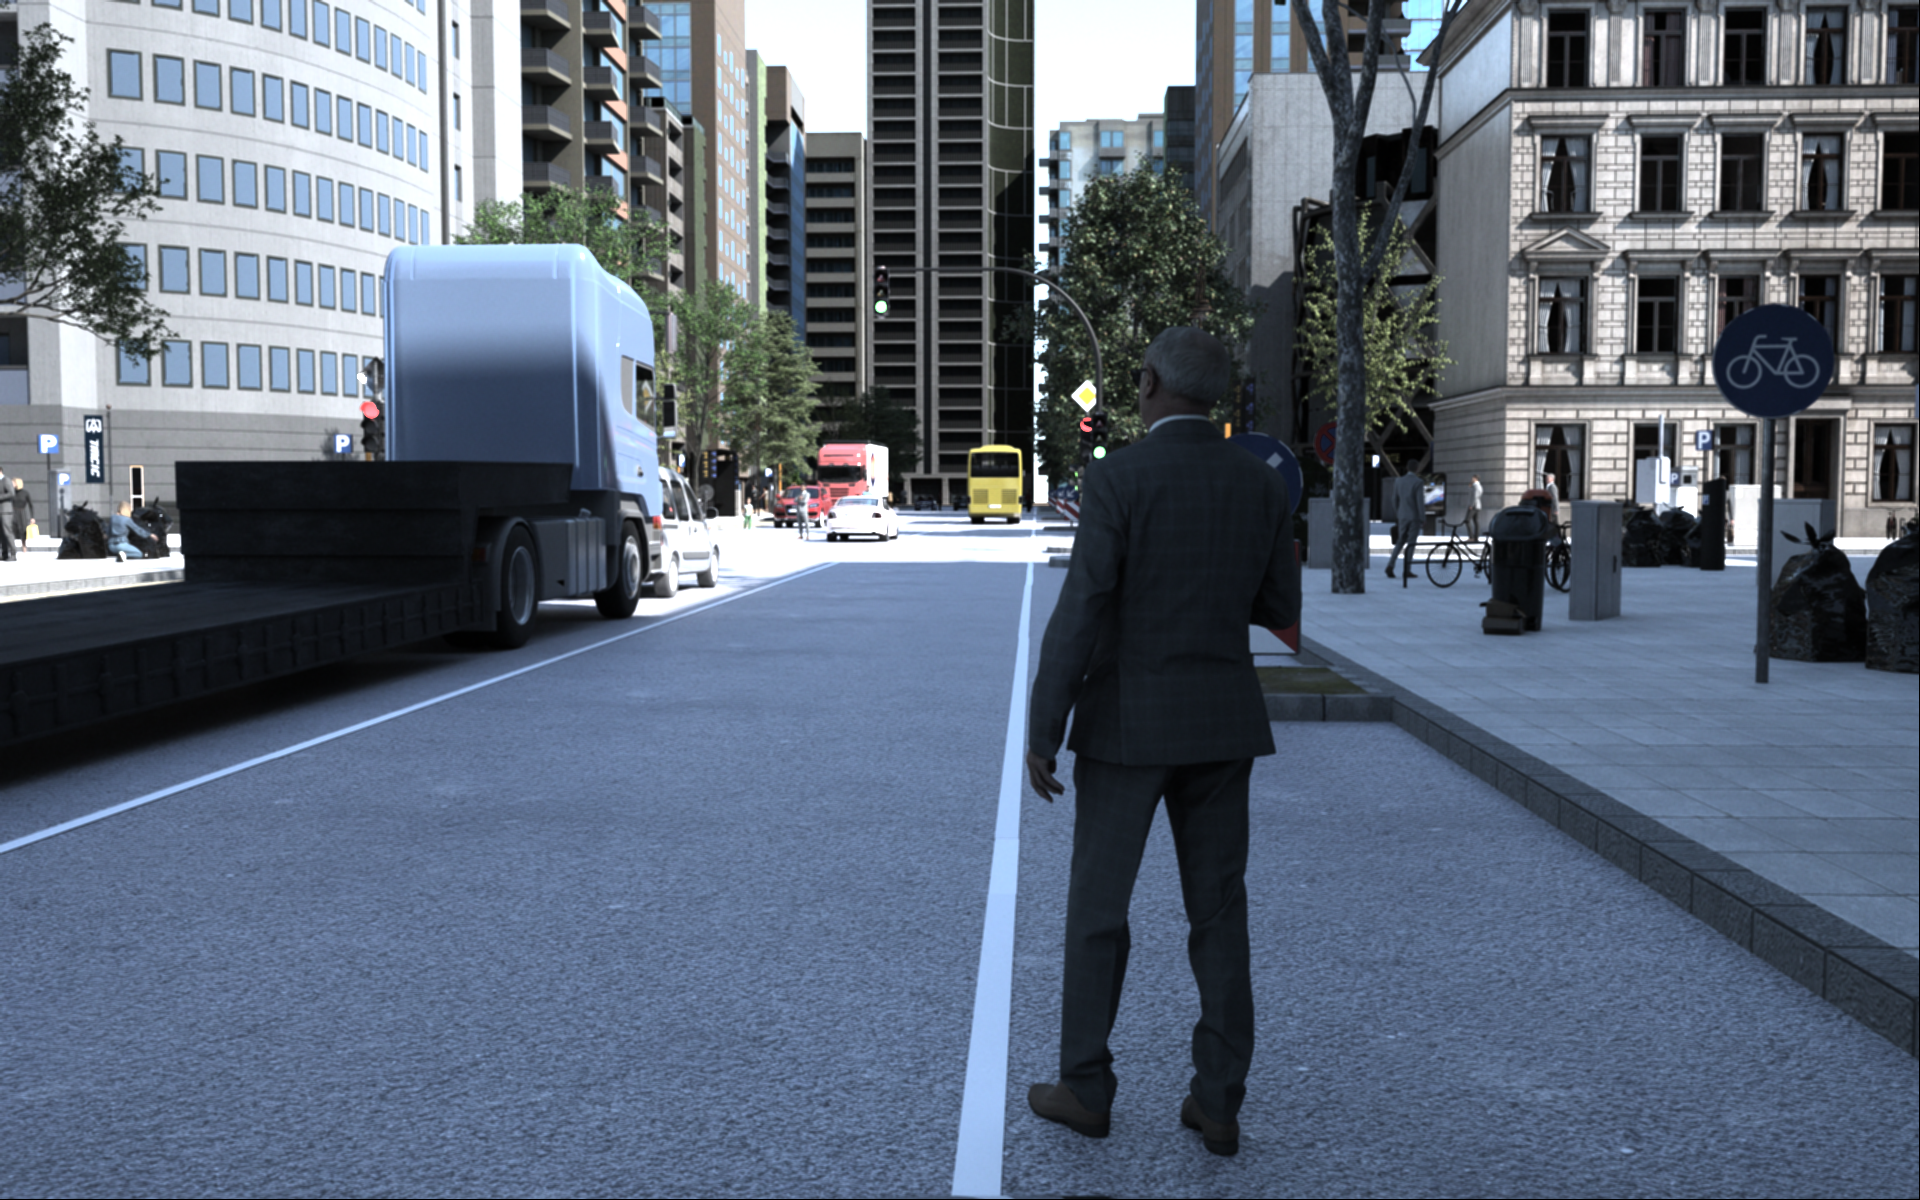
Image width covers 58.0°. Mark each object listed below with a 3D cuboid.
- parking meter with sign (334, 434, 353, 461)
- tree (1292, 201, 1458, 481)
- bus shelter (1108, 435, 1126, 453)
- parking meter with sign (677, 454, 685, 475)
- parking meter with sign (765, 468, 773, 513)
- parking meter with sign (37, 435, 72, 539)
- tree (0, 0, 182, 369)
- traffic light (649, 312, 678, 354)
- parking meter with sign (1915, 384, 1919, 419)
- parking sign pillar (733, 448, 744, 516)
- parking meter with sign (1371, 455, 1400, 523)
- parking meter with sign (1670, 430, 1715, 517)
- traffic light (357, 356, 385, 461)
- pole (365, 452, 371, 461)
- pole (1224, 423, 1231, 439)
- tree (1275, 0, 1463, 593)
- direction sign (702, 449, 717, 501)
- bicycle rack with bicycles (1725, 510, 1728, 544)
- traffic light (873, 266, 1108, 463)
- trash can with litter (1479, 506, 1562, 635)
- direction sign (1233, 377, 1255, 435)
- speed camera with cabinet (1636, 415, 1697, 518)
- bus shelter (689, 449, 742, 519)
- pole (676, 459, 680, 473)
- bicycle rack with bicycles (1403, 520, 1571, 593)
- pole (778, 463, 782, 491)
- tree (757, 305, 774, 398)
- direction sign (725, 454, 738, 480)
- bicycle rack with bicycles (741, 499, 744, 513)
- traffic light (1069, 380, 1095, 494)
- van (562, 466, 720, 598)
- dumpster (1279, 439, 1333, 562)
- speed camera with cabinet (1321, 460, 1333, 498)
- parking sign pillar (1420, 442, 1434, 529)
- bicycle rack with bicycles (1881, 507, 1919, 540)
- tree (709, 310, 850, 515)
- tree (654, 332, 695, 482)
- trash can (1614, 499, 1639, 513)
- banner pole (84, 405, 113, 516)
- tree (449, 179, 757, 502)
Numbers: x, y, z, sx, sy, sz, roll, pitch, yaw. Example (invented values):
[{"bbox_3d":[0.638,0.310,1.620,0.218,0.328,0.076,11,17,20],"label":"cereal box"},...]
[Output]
[{"bbox_3d":[-18.137,-3.274,49.799,0.543,3.016,1.738,1,4,10],"label":"parking meter with sign"},{"bbox_3d":[10.361,-5.766,44.638,4.737,8.622,4.395,0,3,0],"label":"tree"},{"bbox_3d":[8.042,-6.677,86.794,2.179,5.291,8.768,0,4,2],"label":"bus shelter"},{"bbox_3d":[-12.971,-4.879,76.034,1.738,3.016,0.543,1,4,19],"label":"parking meter with sign"},{"bbox_3d":[-12.729,-7.394,117.156,0.543,3.016,1.738,-1,4,-20],"label":"parking meter with sign"},{"bbox_3d":[-26.156,-3.305,50.299,1.738,3.016,0.543,3,5,44],"label":"parking meter with sign"},{"bbox_3d":[-15.368,-5.585,25.727,7.601,10.594,8.767,0,4,4],"label":"tree"},{"bbox_3d":[-9.444,-4.198,43.302,4.771,5.953,1.251,0,4,3],"label":"traffic light"},{"bbox_3d":[16.008,-1.914,27.557,1.738,3.016,0.543,-2,4,-23],"label":"parking meter with sign"},{"bbox_3d":[-13.117,-6.853,100.518,1.447,3.967,1.447,-1,4,-16],"label":"parking sign pillar"},{"bbox_3d":[19.268,-4.967,77.479,0.543,3.016,1.738,-3,5,-44],"label":"parking meter with sign"},{"bbox_3d":[19.600,-3.104,47.012,1.738,3.016,0.543,-2,4,-25],"label":"parking meter with sign"},{"bbox_3d":[-11.891,-2.842,35.382,0.839,4.253,0.868,0,4,3],"label":"traffic light"},{"bbox_3d":[-20.571,-4.064,60.283,0.158,3.312,0.155,0,3,0],"label":"pole"},{"bbox_3d":[7.713,-3.436,50.021,0.158,3.312,0.155,0,3,0],"label":"pole"},{"bbox_3d":[4.352,-10.073,20.577,12.611,20.169,13.585,0,3,0],"label":"tree"},{"bbox_3d":[-12.762,-5.888,88.264,0.876,3.537,0.379,-3,5,-44],"label":"direction sign"},{"bbox_3d":[20.674,-1.900,44.454,2.852,0.926,2.925,-1,4,-14],"label":"bicycle rack with bicycles"},{"bbox_3d":[0.662,-3.672,34.703,4.771,5.953,1.251,0,4,3],"label":"traffic light"},{"bbox_3d":[5.200,-0.288,16.102,0.624,1.170,1.055,2,4,26],"label":"trash can with litter"},{"bbox_3d":[5.576,-2.575,34.103,0.379,3.537,0.876,-1,4,-18],"label":"direction sign"},{"bbox_3d":[17.887,-3.027,43.835,2.038,3.252,0.660,-3,5,-40],"label":"speed camera with cabinet"},{"bbox_3d":[-13.113,-6.227,93.094,1.731,3.624,6.357,0,4,3],"label":"bus shelter"},{"bbox_3d":[-16.401,-6.543,100.814,0.158,3.312,0.155,0,3,0],"label":"pole"},{"bbox_3d":[7.518,-0.614,23.414,2.925,0.926,2.852,-2,4,-32],"label":"bicycle rack with bicycles"},{"bbox_3d":[-11.795,-7.318,113.487,0.158,3.312,0.155,0,3,0],"label":"pole"},{"bbox_3d":[-12.474,-9.574,82.294,9.928,11.665,9.643,0,3,0],"label":"tree"},{"bbox_3d":[-13.002,-6.516,98.531,0.876,3.537,0.379,2,4,30],"label":"direction sign"},{"bbox_3d":[-16.011,-6.404,118.080,2.852,0.926,2.925,-1,4,-11],"label":"bicycle rack with bicycles"},{"bbox_3d":[3.110,-3.291,42.729,0.839,4.253,0.868,0,4,3],"label":"traffic light"},{"bbox_3d":[-4.655,-1.117,25.274,2.013,2.044,4.112,0,4,4],"label":"van"},{"bbox_3d":[6.029,-1.792,31.785,1.502,2.255,1.985,0,4,2],"label":"dumpster"},{"bbox_3d":[14.260,-4.425,66.687,2.038,3.252,0.660,-3,4,-36],"label":"speed camera with cabinet"},{"bbox_3d":[17.522,-4.596,63.621,1.447,3.967,1.447,1,4,15],"label":"parking sign pillar"},{"bbox_3d":[26.552,-2.069,47.203,2.852,0.926,2.925,2,4,27],"label":"bicycle rack with bicycles"},{"bbox_3d":[-11.816,-11.555,107.046,7.486,12.596,7.792,0,3,0],"label":"tree"},{"bbox_3d":[-12.989,-7.467,72.441,4.737,8.622,4.395,0,3,0],"label":"tree"},{"bbox_3d":[18.939,-2.294,49.156,0.748,1.137,0.748,0,3,0],"label":"trash can"},{"bbox_3d":[-24.013,-3.573,48.441,0.863,3.779,0.401,-1,4,-21],"label":"banner pole"},{"bbox_3d":[-13.206,-7.991,56.411,9.928,11.665,9.643,0,3,0],"label":"tree"}]
